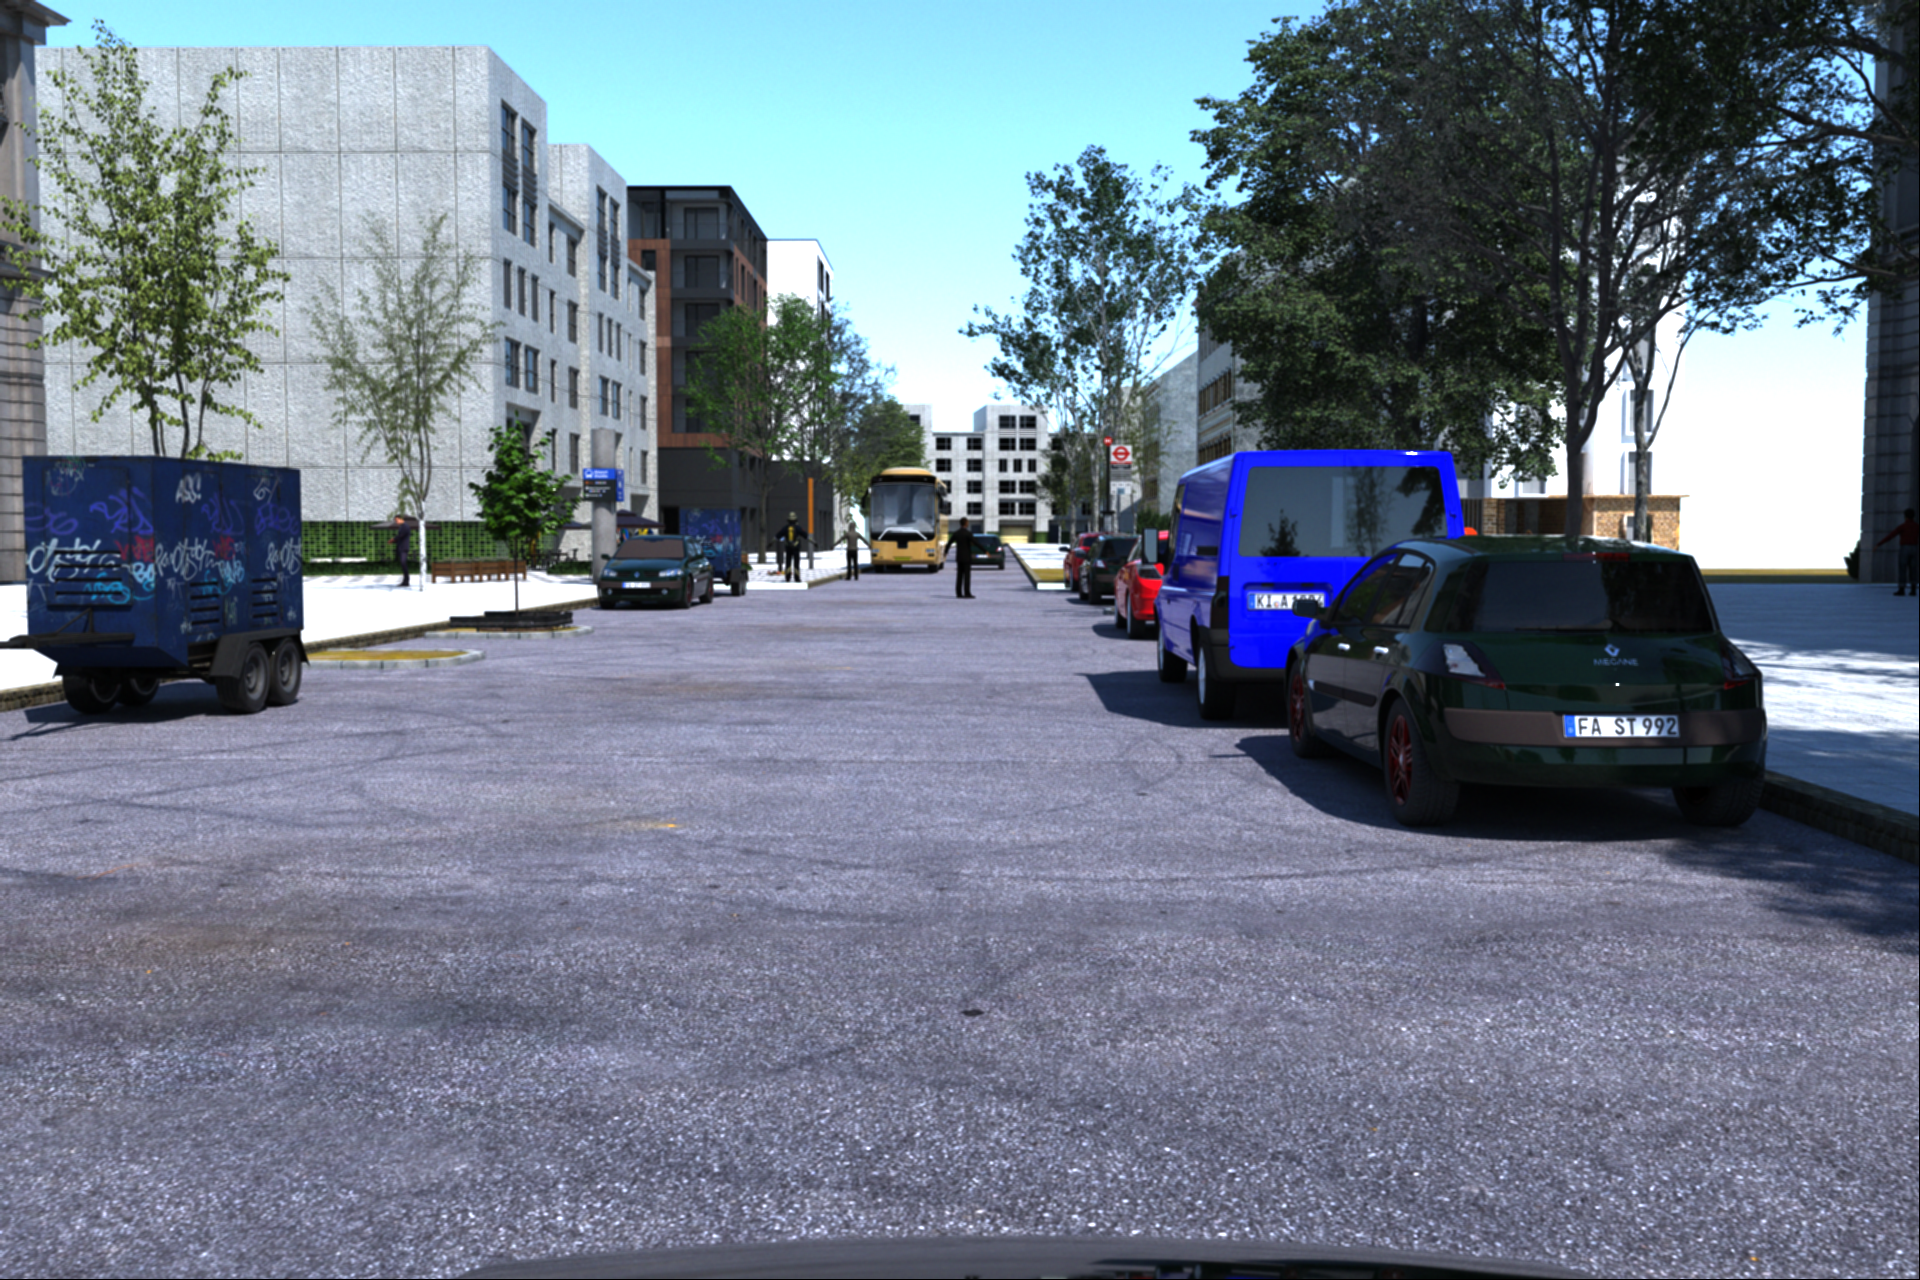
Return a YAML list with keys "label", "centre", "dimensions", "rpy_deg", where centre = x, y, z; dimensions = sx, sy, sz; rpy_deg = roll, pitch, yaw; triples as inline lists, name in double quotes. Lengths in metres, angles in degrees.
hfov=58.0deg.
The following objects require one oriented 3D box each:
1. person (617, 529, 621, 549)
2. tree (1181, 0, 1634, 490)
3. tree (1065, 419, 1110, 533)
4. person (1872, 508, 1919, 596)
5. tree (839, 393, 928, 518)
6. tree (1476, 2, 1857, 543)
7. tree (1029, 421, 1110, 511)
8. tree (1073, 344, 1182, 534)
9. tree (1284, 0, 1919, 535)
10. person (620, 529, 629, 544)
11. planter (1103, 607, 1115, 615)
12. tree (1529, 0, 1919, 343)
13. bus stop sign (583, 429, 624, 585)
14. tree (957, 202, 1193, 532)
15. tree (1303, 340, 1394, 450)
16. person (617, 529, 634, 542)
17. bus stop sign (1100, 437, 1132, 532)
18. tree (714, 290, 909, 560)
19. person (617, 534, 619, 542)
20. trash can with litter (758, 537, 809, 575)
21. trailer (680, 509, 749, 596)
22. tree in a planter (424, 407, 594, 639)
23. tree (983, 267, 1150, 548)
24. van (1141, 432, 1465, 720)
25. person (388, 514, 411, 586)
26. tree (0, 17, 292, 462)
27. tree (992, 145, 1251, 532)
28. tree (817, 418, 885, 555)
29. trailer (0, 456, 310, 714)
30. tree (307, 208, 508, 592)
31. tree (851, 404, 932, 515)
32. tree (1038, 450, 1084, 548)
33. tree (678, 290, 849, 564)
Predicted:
- label: "person"
  centre: [-16.033, -4.614, 81.582]
  dimensions: [0.704, 1.843, 1.345]
  rpy_deg: [2, 4, 25]
- label: "tree"
  centre: [9.676, -8.008, 37.581]
  dimensions: [9.857, 13.997, 8.962]
  rpy_deg: [0, 3, 0]
- label: "tree"
  centre: [8.273, -9.857, 111.526]
  dimensions: [4.360, 8.622, 3.978]
  rpy_deg: [0, 3, 0]
- label: "person"
  centre: [19.708, -1.830, 36.030]
  dimensions: [1.345, 1.816, 0.704]
  rpy_deg: [0, 4, 2]
- label: "tree"
  centre: [-6.419, -13.571, 140.019]
  dimensions: [7.486, 12.596, 7.792]
  rpy_deg: [0, 3, 0]
- label: "tree"
  centre: [20.884, -12.100, 53.728]
  dimensions: [12.611, 20.169, 13.585]
  rpy_deg: [0, 3, 0]
- label: "tree"
  centre: [9.148, -12.757, 142.992]
  dimensions: [7.601, 10.594, 8.767]
  rpy_deg: [-1, 4, -18]
- label: "tree"
  centre: [6.921, -7.110, 66.611]
  dimensions: [4.360, 8.622, 3.978]
  rpy_deg: [0, 3, 0]
- label: "tree"
  centre: [9.256, -7.046, 25.568]
  dimensions: [12.009, 13.543, 11.850]
  rpy_deg: [0, 3, 0]
- label: "person"
  centre: [-12.708, -3.649, 65.796]
  dimensions: [0.704, 1.817, 1.347]
  rpy_deg: [-1, 4, -10]
- label: "planter"
  centre: [3.588, -0.612, 31.151]
  dimensions: [1.991, 0.319, 1.994]
  rpy_deg: [0, 4, 2]
- label: "tree"
  centre: [9.200, -4.909, 14.673]
  dimensions: [8.767, 10.594, 7.601]
  rpy_deg: [1, 4, 20]
- label: "bus stop sign"
  centre: [-8.983, -3.344, 43.685]
  dimensions: [0.837, 3.901, 0.837]
  rpy_deg: [0, 4, 2]
- label: "tree"
  centre: [6.705, -14.923, 99.883]
  dimensions: [12.611, 20.169, 13.585]
  rpy_deg: [0, 3, 0]
- label: "tree"
  centre: [15.109, -6.951, 64.007]
  dimensions: [4.360, 8.622, 3.978]
  rpy_deg: [0, 3, 0]
- label: "person"
  centre: [-15.177, -4.449, 79.016]
  dimensions: [1.348, 1.796, 0.705]
  rpy_deg: [3, 5, 44]
- label: "bus stop sign"
  centre: [4.268, -3.593, 47.449]
  dimensions: [0.855, 3.939, 0.416]
  rpy_deg: [0, 4, 0]
- label: "tree"
  centre: [-7.507, -10.816, 87.218]
  dimensions: [12.009, 13.543, 11.850]
  rpy_deg: [0, 3, 0]
- label: "person"
  centre: [-15.638, -4.360, 77.466]
  dimensions: [1.347, 1.806, 0.705]
  rpy_deg: [3, 5, 40]
- label: "trash can with litter"
  centre: [-5.522, -2.669, 54.694]
  dimensions: [1.678, 1.210, 2.233]
  rpy_deg: [0, 4, 1]
- label: "trailer"
  centre: [-5.768, -1.984, 39.494]
  dimensions: [1.471, 1.999, 3.904]
  rpy_deg: [0, 4, 2]
- label: "tree in a planter"
  centre: [-6.309, -1.671, 24.547]
  dimensions: [1.991, 3.239, 1.994]
  rpy_deg: [0, 4, 2]
- label: "tree"
  centre: [6.879, -16.480, 125.329]
  dimensions: [12.611, 20.169, 13.585]
  rpy_deg: [0, 3, 0]
- label: "van"
  centre: [2.824, -0.649, 14.995]
  dimensions: [2.240, 2.365, 5.245]
  rpy_deg: [0, 4, 1]
- label: "person"
  centre: [-13.761, -2.203, 42.505]
  dimensions: [0.568, 1.767, 0.683]
  rpy_deg: [-3, 4, -38]
- label: "tree"
  centre: [-11.630, -4.576, 25.186]
  dimensions: [4.737, 8.622, 4.395]
  rpy_deg: [0, 3, 0]
- label: "tree"
  centre: [7.930, -13.877, 82.778]
  dimensions: [12.611, 20.169, 13.585]
  rpy_deg: [0, 3, 0]
- label: "tree"
  centre: [-6.860, -9.394, 103.960]
  dimensions: [4.737, 8.622, 4.395]
  rpy_deg: [0, 3, 0]
- label: "trailer"
  centre: [-6.330, -0.387, 13.382]
  dimensions: [1.471, 1.999, 3.904]
  rpy_deg: [0, 4, 1]
- label: "tree"
  centre: [-11.772, -5.392, 38.525]
  dimensions: [4.360, 8.622, 3.978]
  rpy_deg: [0, 3, 0]
- label: "tree"
  centre: [-6.028, -14.201, 150.308]
  dimensions: [7.486, 12.596, 7.792]
  rpy_deg: [0, 3, 0]
- label: "tree"
  centre: [8.943, -12.277, 151.093]
  dimensions: [4.737, 8.622, 4.395]
  rpy_deg: [0, 3, 0]
- label: "tree"
  centre: [-8.286, -9.028, 73.361]
  dimensions: [9.928, 11.665, 9.643]
  rpy_deg: [0, 3, 0]
